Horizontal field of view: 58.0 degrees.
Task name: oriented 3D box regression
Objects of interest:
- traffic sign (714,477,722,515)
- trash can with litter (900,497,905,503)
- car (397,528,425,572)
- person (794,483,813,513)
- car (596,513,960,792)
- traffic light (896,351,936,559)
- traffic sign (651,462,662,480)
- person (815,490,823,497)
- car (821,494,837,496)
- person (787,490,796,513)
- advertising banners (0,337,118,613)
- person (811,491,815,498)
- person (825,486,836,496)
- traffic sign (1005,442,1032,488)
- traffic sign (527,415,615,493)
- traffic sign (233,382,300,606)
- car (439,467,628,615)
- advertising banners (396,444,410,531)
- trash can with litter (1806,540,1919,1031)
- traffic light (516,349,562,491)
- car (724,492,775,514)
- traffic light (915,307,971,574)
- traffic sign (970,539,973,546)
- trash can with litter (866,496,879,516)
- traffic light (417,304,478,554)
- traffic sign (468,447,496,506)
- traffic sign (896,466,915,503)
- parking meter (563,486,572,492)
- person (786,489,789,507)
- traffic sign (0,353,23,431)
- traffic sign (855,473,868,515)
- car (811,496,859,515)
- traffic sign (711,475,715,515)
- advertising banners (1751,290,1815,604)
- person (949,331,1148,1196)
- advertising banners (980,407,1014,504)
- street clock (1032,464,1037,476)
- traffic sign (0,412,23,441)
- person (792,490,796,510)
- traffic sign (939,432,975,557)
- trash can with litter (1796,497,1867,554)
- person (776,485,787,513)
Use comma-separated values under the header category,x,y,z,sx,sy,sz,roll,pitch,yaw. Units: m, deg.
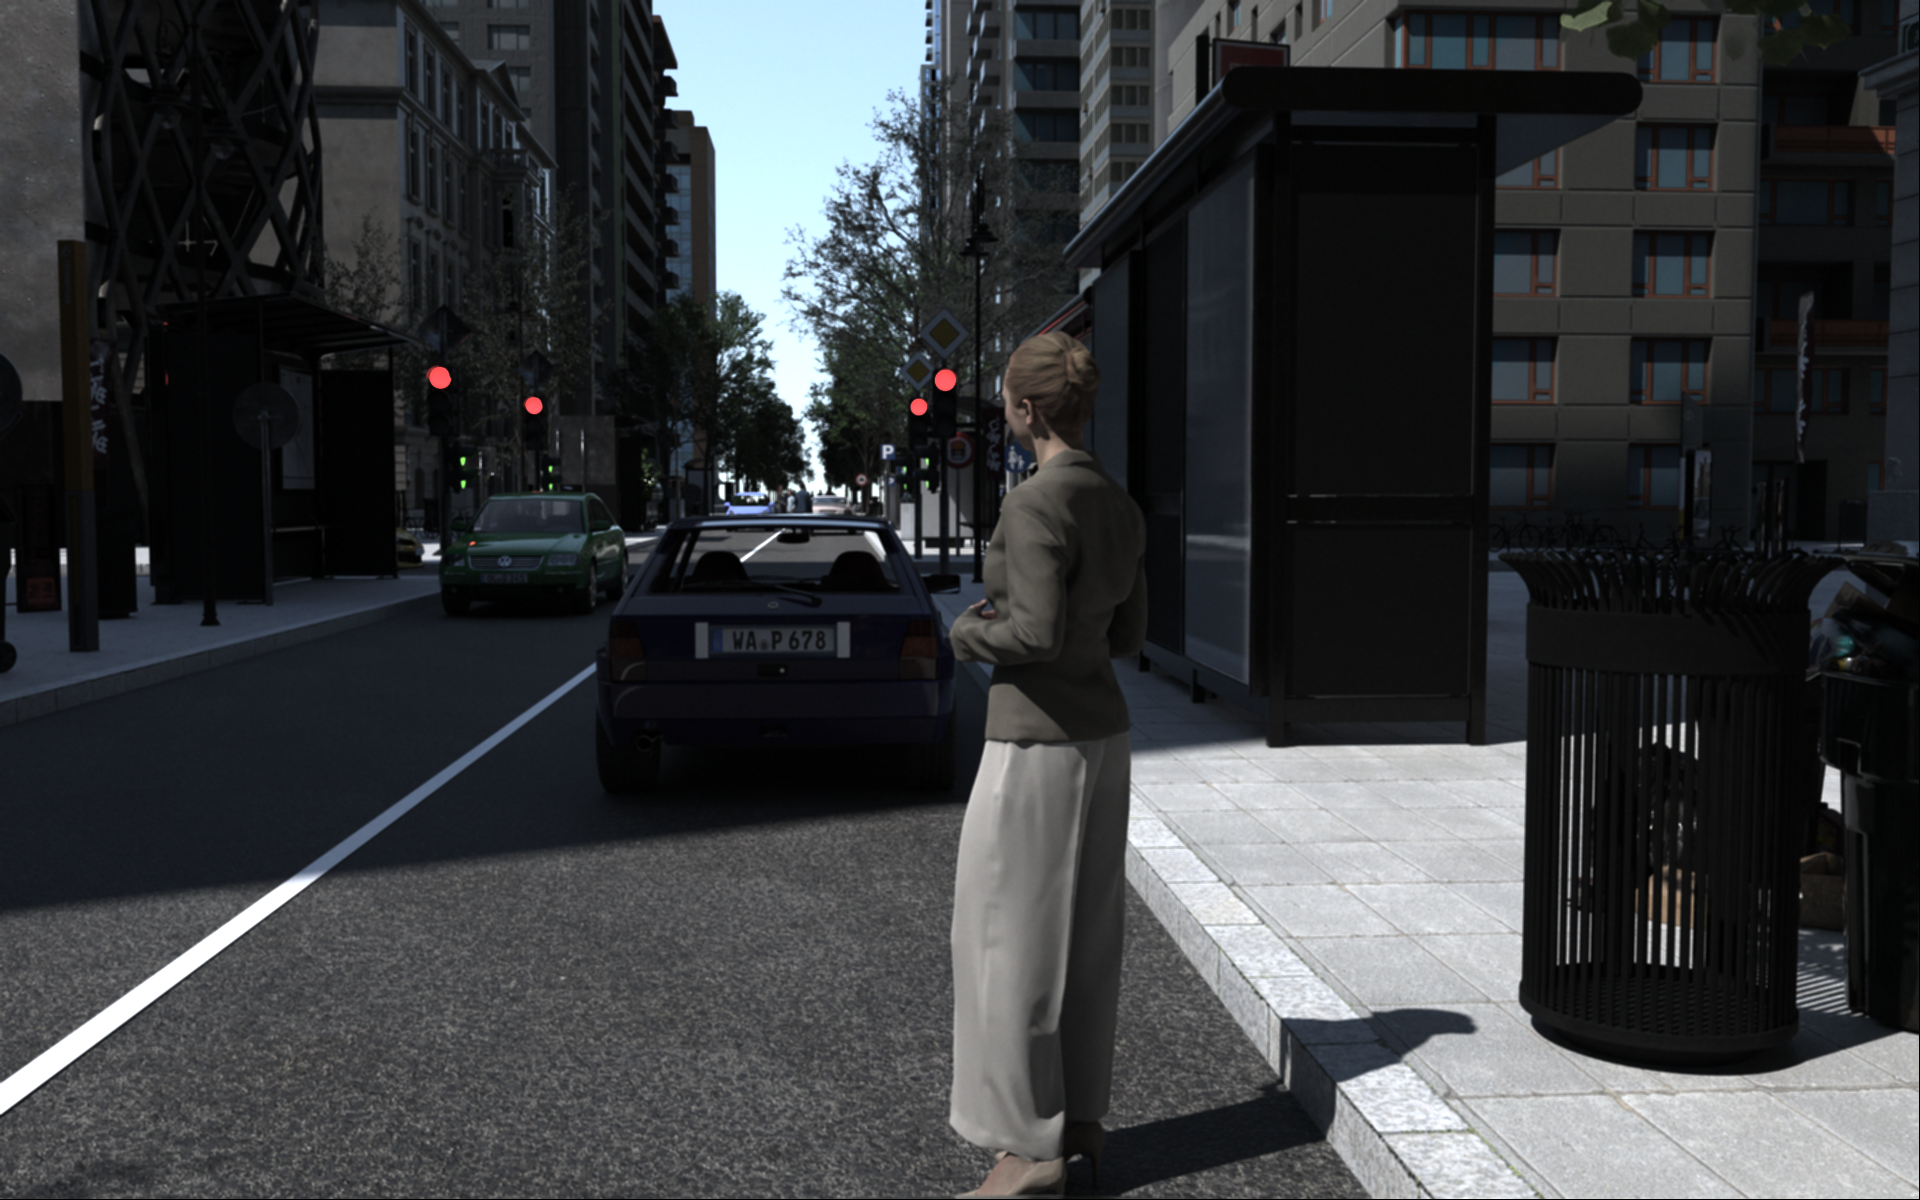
category,x,y,z,sx,sy,sz,roll,pitch,yaw
traffic sign,-15.143,-6.511,107.642,0.795,2.450,0.064,0,4,-3
trash can with litter,-2.362,-3.669,71.381,0.624,1.170,1.055,1,4,20
car,-11.124,-1.162,29.224,3.980,1.641,2.015,0,4,-3
person,-5.232,-3.034,58.286,0.721,1.800,0.419,0,4,6
car,-0.943,0.176,9.698,1.945,1.354,3.894,0,4,-3
traffic light,-0.843,-2.766,34.150,0.839,4.253,0.868,0,4,-4
traffic sign,-12.368,-4.249,69.572,0.768,2.556,0.104,0,4,1
person,-12.084,-8.648,149.914,1.348,1.822,0.705,-1,4,-17
car,-10.311,-7.612,136.258,2.131,1.459,4.920,0,4,-3
person,-6.409,-3.384,65.637,0.330,1.601,0.589,-2,4,-27
advertising banners,-10.050,-1.381,18.763,0.090,3.025,2.074,2,4,31
person,-18.145,-12.527,213.255,0.705,1.831,1.348,-2,4,-28
person,-6.745,-4.939,89.244,0.794,1.824,0.713,1,4,13
traffic sign,1.377,-2.599,42.592,0.768,2.556,0.104,0,4,0
traffic sign,-10.065,-3.116,44.811,2.265,3.308,0.079,0,4,-1
traffic sign,-7.928,-1.205,19.808,0.768,2.556,0.104,0,4,1
car,-5.338,-0.810,22.035,1.959,1.807,4.718,0,4,-3
advertising banners,-19.170,-3.883,59.677,0.090,3.025,2.074,0,4,-4
trash can with litter,2.655,0.435,4.275,1.055,1.170,0.624,0,4,-3
traffic light,-8.183,-2.732,33.596,0.839,4.253,0.868,0,4,-4
car,-8.045,-3.485,66.577,1.945,1.707,3.694,0,4,-3
traffic light,-0.257,-2.279,26.187,0.839,4.253,0.868,0,4,-4
traffic sign,0.286,-2.590,42.358,0.884,2.594,0.081,0,4,-1
trash can with litter,-4.546,-4.698,88.194,0.624,1.170,1.055,-2,4,-33
traffic light,-7.597,-2.245,25.633,0.839,4.253,0.868,0,4,-4
traffic sign,-10.393,-2.172,37.646,0.606,2.300,0.079,0,4,1
traffic sign,-1.948,-3.882,63.571,0.768,2.556,0.104,0,4,2
parking meter,-12.229,-2.803,54.232,0.372,1.533,0.369,0,3,0
person,-14.479,-8.472,146.892,0.599,1.838,0.709,-2,4,-24
traffic sign,-8.484,-0.911,15.002,0.768,2.556,0.104,0,4,5
traffic sign,-6.063,-6.531,106.880,0.768,2.556,0.104,0,4,2
car,-4.640,-3.030,61.897,2.083,1.381,4.827,0,4,-3
traffic sign,-15.556,-6.629,108.482,0.768,2.556,0.104,0,4,-3
advertising banners,7.566,-1.209,15.961,0.090,3.025,2.074,1,4,14
person,0.161,0.334,3.582,0.362,1.759,0.519,2,4,33
advertising banners,1.376,-2.350,34.615,2.074,3.025,0.090,1,4,22
street clock,1.964,-2.291,42.027,0.358,2.002,0.471,-2,4,-32
traffic sign,-9.479,-0.957,16.832,0.795,2.450,0.064,0,4,4
person,-15.363,-9.294,160.460,1.348,1.823,0.705,-3,5,-40
traffic sign,-0.039,-2.157,35.369,0.768,2.556,0.104,0,4,0
trash can with litter,18.789,-1.608,37.346,2.233,1.210,1.678,1,4,14
person,-7.007,-3.683,68.996,0.573,1.790,0.520,2,4,28
